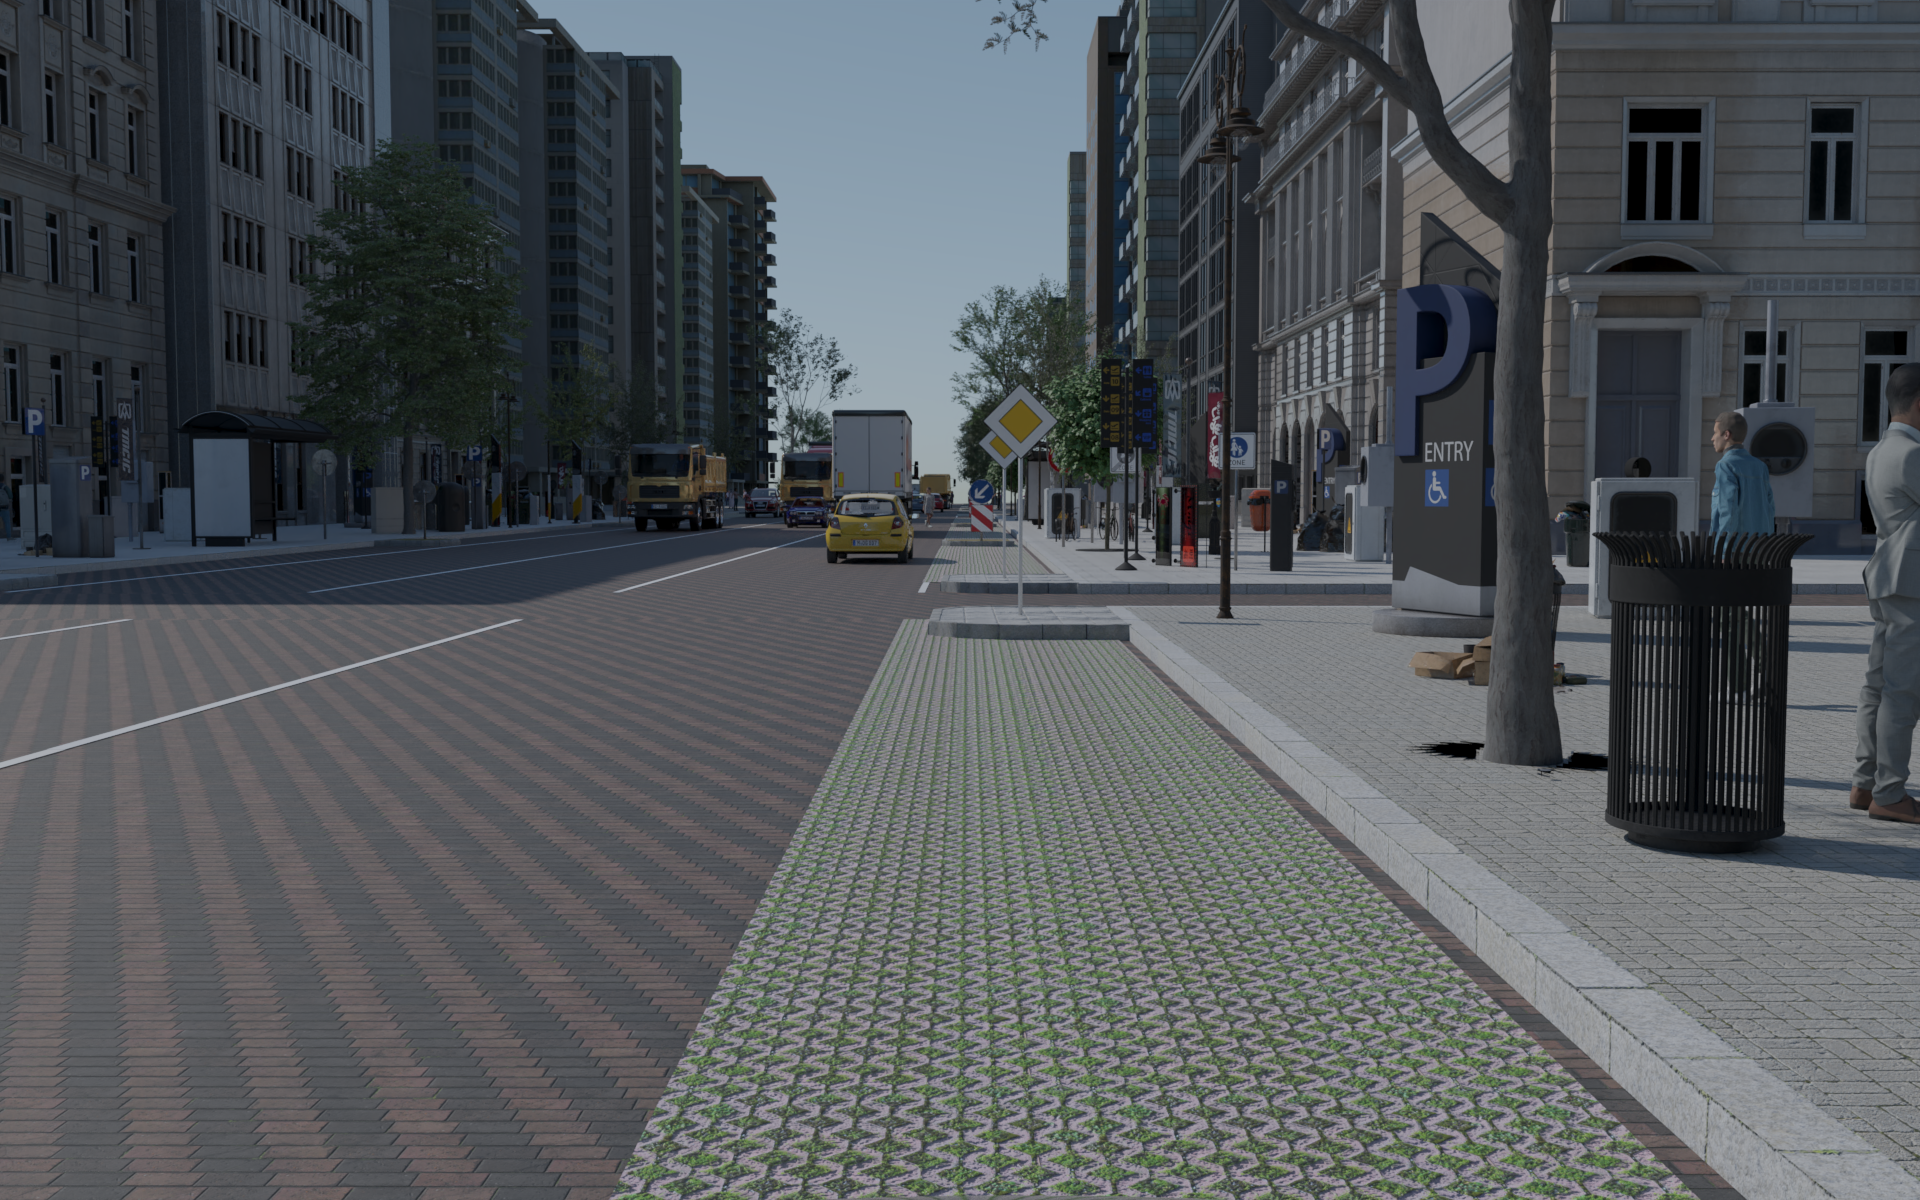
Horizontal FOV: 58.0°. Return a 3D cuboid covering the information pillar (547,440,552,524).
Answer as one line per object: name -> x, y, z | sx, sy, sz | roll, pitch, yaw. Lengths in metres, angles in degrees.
information pillar -> -17.882, -5.140, 75.392 | 0.183, 3.616, 0.504 | -1, 4, -10

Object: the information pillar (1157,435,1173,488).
information pillar -> 5.979, -3.614, 50.445 | 0.504, 3.616, 0.183 | 0, 4, 4

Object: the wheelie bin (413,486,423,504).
wheelie bin -> -20.808, -3.543, 65.839 | 0.693, 1.594, 0.980 | 3, 5, 45

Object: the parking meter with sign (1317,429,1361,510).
parking meter with sign -> 10.304, -3.031, 45.822 | 0.543, 3.016, 1.738 | -3, 5, -42

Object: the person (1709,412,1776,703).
person -> 4.773, -0.256, 10.566 | 0.601, 1.785, 0.444 | -2, 4, -28

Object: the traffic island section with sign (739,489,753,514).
traffic island section with sign -> -14.810, -7.101, 124.723 | 1.989, 1.847, 2.006 | 0, 4, 0

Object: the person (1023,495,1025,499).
person -> 4.582, -6.784, 120.188 | 0.991, 1.433, 0.599 | 1, 4, 20

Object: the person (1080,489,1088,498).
person -> 9.988, -8.344, 143.190 | 1.217, 1.736, 0.721 | 0, 4, 8

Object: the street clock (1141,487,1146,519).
street clock -> 9.599, -5.263, 90.614 | 0.358, 2.002, 0.471 | -2, 4, -28

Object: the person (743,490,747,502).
person -> -21.145, -9.987, 170.273 | 0.436, 1.711, 0.756 | 2, 4, 31

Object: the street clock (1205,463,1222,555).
street clock -> 5.378, -1.956, 36.543 | 0.358, 2.002, 0.471 | 3, 5, 39

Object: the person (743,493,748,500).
person -> -19.029, -8.912, 155.018 | 1.065, 1.426, 0.557 | -3, 5, -45

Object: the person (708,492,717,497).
person -> -17.241, -6.993, 120.819 | 0.683, 1.767, 0.568 | -1, 4, -22

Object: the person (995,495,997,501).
person -> 4.288, -12.492, 213.472 | 0.799, 1.438, 0.628 | 0, 4, 2

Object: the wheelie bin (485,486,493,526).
wheelie bin -> -19.101, -3.782, 69.745 | 0.693, 1.594, 0.980 | -1, 4, -13

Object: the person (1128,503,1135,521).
person -> 8.089, -4.674, 82.556 | 0.694, 1.812, 0.767 | 2, 4, 35

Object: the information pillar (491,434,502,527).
information pillar -> -18.077, -4.658, 67.517 | 0.504, 3.616, 0.183 | 3, 4, 36

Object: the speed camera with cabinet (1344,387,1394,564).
speed camera with cabinet -> 7.738, -2.343, 32.649 | 0.660, 3.252, 2.038 | 0, 4, 1

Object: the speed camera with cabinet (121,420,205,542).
speed camera with cabinet -> -21.515, -3.210, 46.819 | 2.038, 3.252, 0.660 | 0, 4, -7

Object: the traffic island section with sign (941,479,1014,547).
traffic island section with sign -> 0.489, -2.401, 47.891 | 1.989, 1.847, 2.006 | 0, 4, 0

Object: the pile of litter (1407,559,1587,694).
pile of litter -> 3.713, 0.120, 12.001 | 1.176, 0.858, 1.719 | 1, 4, 15

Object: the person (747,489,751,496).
person -> -18.211, -8.763, 150.240 | 0.530, 1.710, 0.541 | -3, 5, -42

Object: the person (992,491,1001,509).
person -> 3.392, -8.912, 152.471 | 1.217, 1.735, 0.721 | -2, 4, -24

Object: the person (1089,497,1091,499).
person -> 9.458, -6.877, 121.664 | 0.628, 1.438, 0.799 | 1, 4, 22

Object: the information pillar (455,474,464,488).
information pillar -> -18.301, -3.601, 63.369 | 0.304, 2.012, 0.304 | -1, 4, -9

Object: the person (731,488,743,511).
person -> -16.965, -7.632, 131.540 | 0.721, 1.736, 1.217 | 2, 4, 35

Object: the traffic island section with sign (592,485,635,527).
traffic island section with sign -> -15.019, -4.135, 76.233 | 1.989, 1.847, 2.006 | 0, 4, 0

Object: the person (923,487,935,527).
person -> -1.364, -4.008, 74.775 | 0.466, 1.731, 0.760 | -2, 4, -30

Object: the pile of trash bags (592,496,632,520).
pile of trash bags -> -18.054, -4.701, 86.617 | 3.447, 1.369, 1.912 | 0, 4, 0

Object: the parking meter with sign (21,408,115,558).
parking meter with sign -> -17.966, -2.369, 34.991 | 1.738, 3.016, 0.543 | 1, 4, 11

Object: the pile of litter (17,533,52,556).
pile of litter -> -18.854, -1.378, 36.495 | 1.719, 0.858, 1.176 | -1, 4, -10

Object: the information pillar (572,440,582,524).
information pillar -> -16.572, -5.111, 74.920 | 0.504, 3.616, 0.183 | 2, 4, 33

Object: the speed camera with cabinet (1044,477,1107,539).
speed camera with cabinet -> 3.482, -3.408, 50.056 | 2.038, 3.252, 0.660 | 0, 4, -6

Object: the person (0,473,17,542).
person -> -25.326, -2.424, 45.655 | 0.794, 1.824, 0.713 | 1, 4, 13

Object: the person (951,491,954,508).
person -> -0.918, -9.963, 171.843 | 0.683, 1.767, 0.568 | 0, 4, 5

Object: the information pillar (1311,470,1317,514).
information pillar -> 11.000, -2.988, 53.343 | 0.304, 2.012, 0.304 | 1, 4, 20

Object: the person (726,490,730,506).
person -> -25.264, -11.130, 188.949 | 0.756, 1.711, 0.436 | 1, 4, 23

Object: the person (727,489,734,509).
person -> -19.926, -8.823, 150.962 | 0.621, 1.740, 0.551 | 2, 4, 25

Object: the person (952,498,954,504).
person -> -1.097, -14.742, 249.531 | 0.705, 1.824, 1.348 | -2, 4, -24

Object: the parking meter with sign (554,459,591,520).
parking meter with sign -> -19.012, -5.431, 85.050 | 1.738, 3.016, 0.543 | -1, 4, -20

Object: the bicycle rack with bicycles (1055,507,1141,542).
bicycle rack with bicycles -> 3.705, -2.081, 47.407 | 2.852, 0.926, 2.925 | 0, 4, 7

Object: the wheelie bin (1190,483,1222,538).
wheelie bin -> 6.967, -2.608, 50.542 | 0.980, 1.594, 0.693 | -1, 4, -20

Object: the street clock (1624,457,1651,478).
street clock -> 13.364, -1.811, 34.186 | 0.471, 2.002, 0.358 | -1, 4, -19

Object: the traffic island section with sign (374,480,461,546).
traffic island section with sign -> -15.144, -2.444, 48.585 | 1.989, 1.847, 2.006 | 0, 4, 0

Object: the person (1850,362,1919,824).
person -> 3.817, -0.038, 6.847 | 0.466, 1.800, 0.511 | 0, 4, 1

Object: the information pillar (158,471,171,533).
information pillar -> -25.893, -3.176, 56.424 | 0.304, 2.012, 0.304 | 0, 4, 3

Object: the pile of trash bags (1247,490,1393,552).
pile of trash bags -> 8.089, -1.768, 38.651 | 3.447, 1.369, 1.912 | -1, 4, -8

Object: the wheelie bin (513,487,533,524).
wheelie bin -> -18.604, -4.020, 73.635 | 0.980, 1.594, 0.693 | -2, 4, -34

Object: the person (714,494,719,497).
person -> -25.140, -10.450, 176.878 | 1.348, 1.826, 0.705 | 2, 4, 34

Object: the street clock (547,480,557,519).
street clock -> -20.924, -5.156, 88.863 | 0.358, 2.002, 0.471 | 2, 4, 29

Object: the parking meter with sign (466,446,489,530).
parking meter with sign -> -17.565, -4.095, 63.210 | 0.543, 3.016, 1.738 | 0, 4, -7

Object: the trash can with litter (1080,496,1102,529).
trash can with litter -> 4.745, -3.283, 64.741 | 1.678, 1.210, 2.233 | 1, 4, 13

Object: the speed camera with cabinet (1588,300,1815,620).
speed camera with cabinet -> 7.579, -1.432, 17.744 | 2.038, 3.252, 0.660 | 1, 4, 14

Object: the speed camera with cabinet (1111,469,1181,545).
speed camera with cabinet -> 4.944, -3.028, 43.839 | 2.038, 3.252, 0.660 | 1, 4, 18

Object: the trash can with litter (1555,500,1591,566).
trash can with litter -> 11.084, -1.183, 30.737 | 1.055, 1.170, 0.624 | -3, 5, -43
